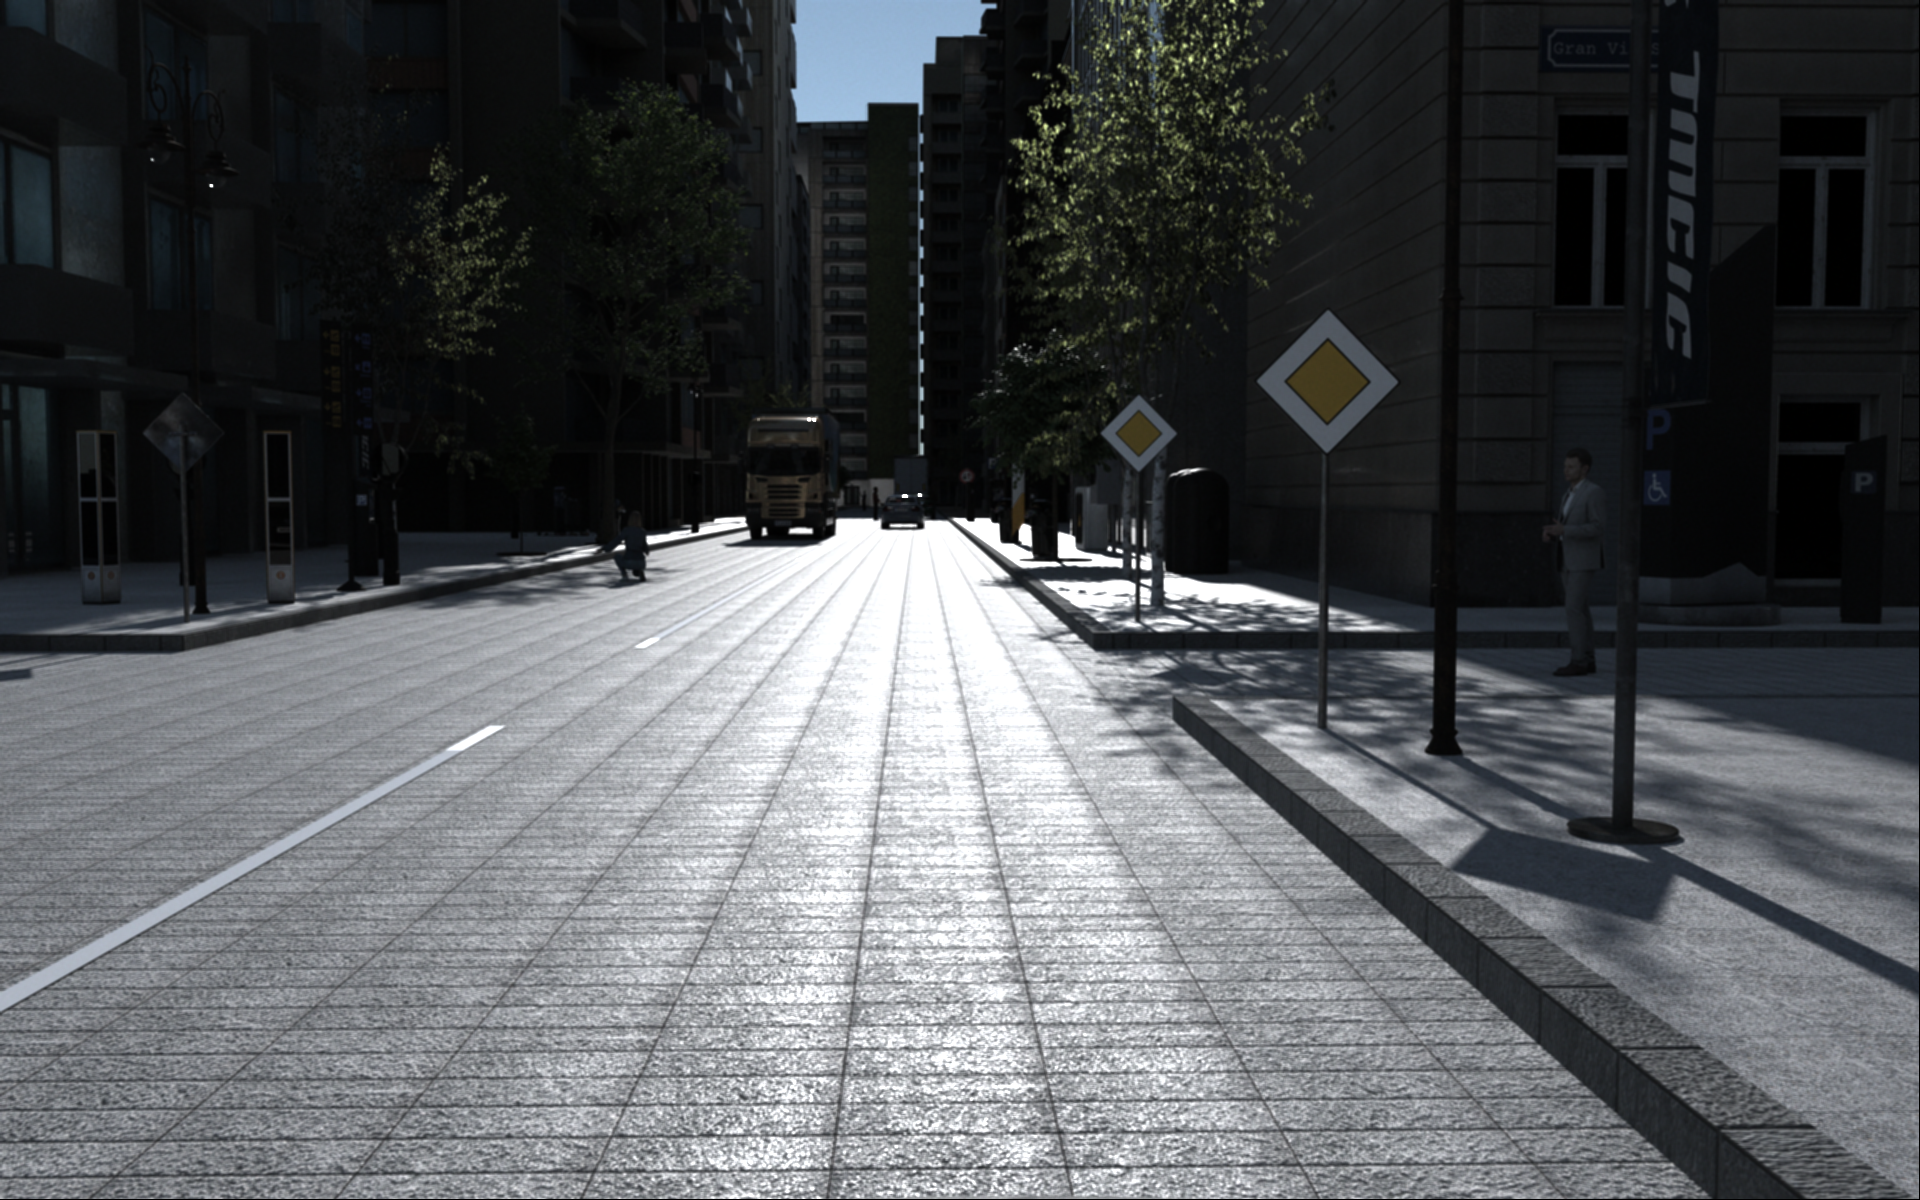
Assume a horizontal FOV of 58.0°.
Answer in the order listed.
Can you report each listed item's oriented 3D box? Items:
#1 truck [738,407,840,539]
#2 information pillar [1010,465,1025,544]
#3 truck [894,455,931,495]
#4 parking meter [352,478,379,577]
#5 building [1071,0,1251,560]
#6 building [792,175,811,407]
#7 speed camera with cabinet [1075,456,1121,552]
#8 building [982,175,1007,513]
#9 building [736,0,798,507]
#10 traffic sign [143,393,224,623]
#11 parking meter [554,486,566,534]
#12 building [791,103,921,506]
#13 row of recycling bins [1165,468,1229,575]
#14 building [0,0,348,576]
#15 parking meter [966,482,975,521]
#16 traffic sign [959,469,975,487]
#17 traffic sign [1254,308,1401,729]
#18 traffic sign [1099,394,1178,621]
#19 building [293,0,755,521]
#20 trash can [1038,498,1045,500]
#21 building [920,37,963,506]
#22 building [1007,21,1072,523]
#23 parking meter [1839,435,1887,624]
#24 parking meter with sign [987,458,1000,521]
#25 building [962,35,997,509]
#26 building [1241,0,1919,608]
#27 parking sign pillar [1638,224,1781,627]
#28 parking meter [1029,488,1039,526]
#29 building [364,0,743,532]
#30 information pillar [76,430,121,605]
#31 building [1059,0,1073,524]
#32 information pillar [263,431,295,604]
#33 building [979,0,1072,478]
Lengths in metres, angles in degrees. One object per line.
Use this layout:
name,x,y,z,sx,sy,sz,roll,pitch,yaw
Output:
truck,-5.548,-4.247,58.360,2.839,4.237,11.283,0,4,-1
information pillar,1.506,-3.275,44.905,0.183,3.616,0.504,-2,4,-31
truck,-3.598,-8.630,130.015,2.839,4.237,11.283,0,4,-1
parking meter,-9.293,-1.140,27.055,0.372,1.533,0.369,0,3,0
building,9.650,-13.748,42.809,12.078,24.808,19.932,0,4,-1
building,-20.830,-23.685,158.958,14.107,30.474,14.160,0,4,-1
speed camera with cabinet,3.110,-2.748,39.261,0.660,3.252,2.038,-1,4,-10
building,15.742,-16.135,108.838,27.650,21.520,28.899,0,4,-1
building,-26.952,-33.430,135.819,28.713,52.752,27.495,0,4,-1
traffic sign,-7.703,-0.829,17.204,0.795,2.450,0.064,0,4,-1
parking meter,-12.830,-2.881,55.518,0.372,1.533,0.369,0,3,0
building,-11.236,-30.639,184.545,14.086,41.232,14.154,0,4,-1
row of recycling bins,3.940,-1.355,29.265,1.069,1.692,3.534,0,4,4
building,-25.069,-25.238,32.243,23.786,49.044,30.456,0,4,-1
parking meter,0.516,-4.708,82.690,0.255,1.863,0.399,3,5,40
traffic sign,0.349,-5.287,86.548,0.768,2.556,0.104,0,4,5
traffic sign,1.983,-0.354,9.431,0.795,2.450,0.064,0,4,-1
traffic sign,1.789,-0.842,17.414,0.795,2.450,0.064,0,4,-1
building,-24.639,-29.775,106.437,23.786,49.044,30.456,0,4,-1
trash can,3.140,-3.622,70.878,0.748,1.137,0.748,0,3,0
building,6.517,-34.530,188.267,21.600,48.544,21.300,0,4,-1
building,8.845,-15.611,84.922,12.332,23.373,15.834,0,4,-1
parking meter,8.956,-0.703,17.210,0.399,1.863,0.255,2,4,31
parking meter with sign,1.632,-5.249,82.083,0.543,3.016,1.738,0,4,-5
building,7.130,-29.058,158.688,14.154,41.232,14.086,0,4,-1
building,17.277,-13.905,24.617,25.104,27.353,12.463,0,4,-1
parking sign pillar,7.472,-1.765,17.327,1.447,3.967,1.447,-2,4,-24
parking meter,2.987,-3.766,69.981,0.372,1.533,0.369,0,3,0
building,-20.747,-25.410,70.081,22.147,44.769,28.867,0,4,-1
information pillar,-10.004,-0.956,20.125,0.304,2.012,0.304,1,4,16
building,11.197,-16.951,64.546,14.401,28.519,23.554,0,4,-1
information pillar,-7.972,-0.965,20.278,0.304,2.012,0.304,-1,4,-22
building,12.784,-29.499,136.934,22.147,44.769,28.867,0,4,-1
